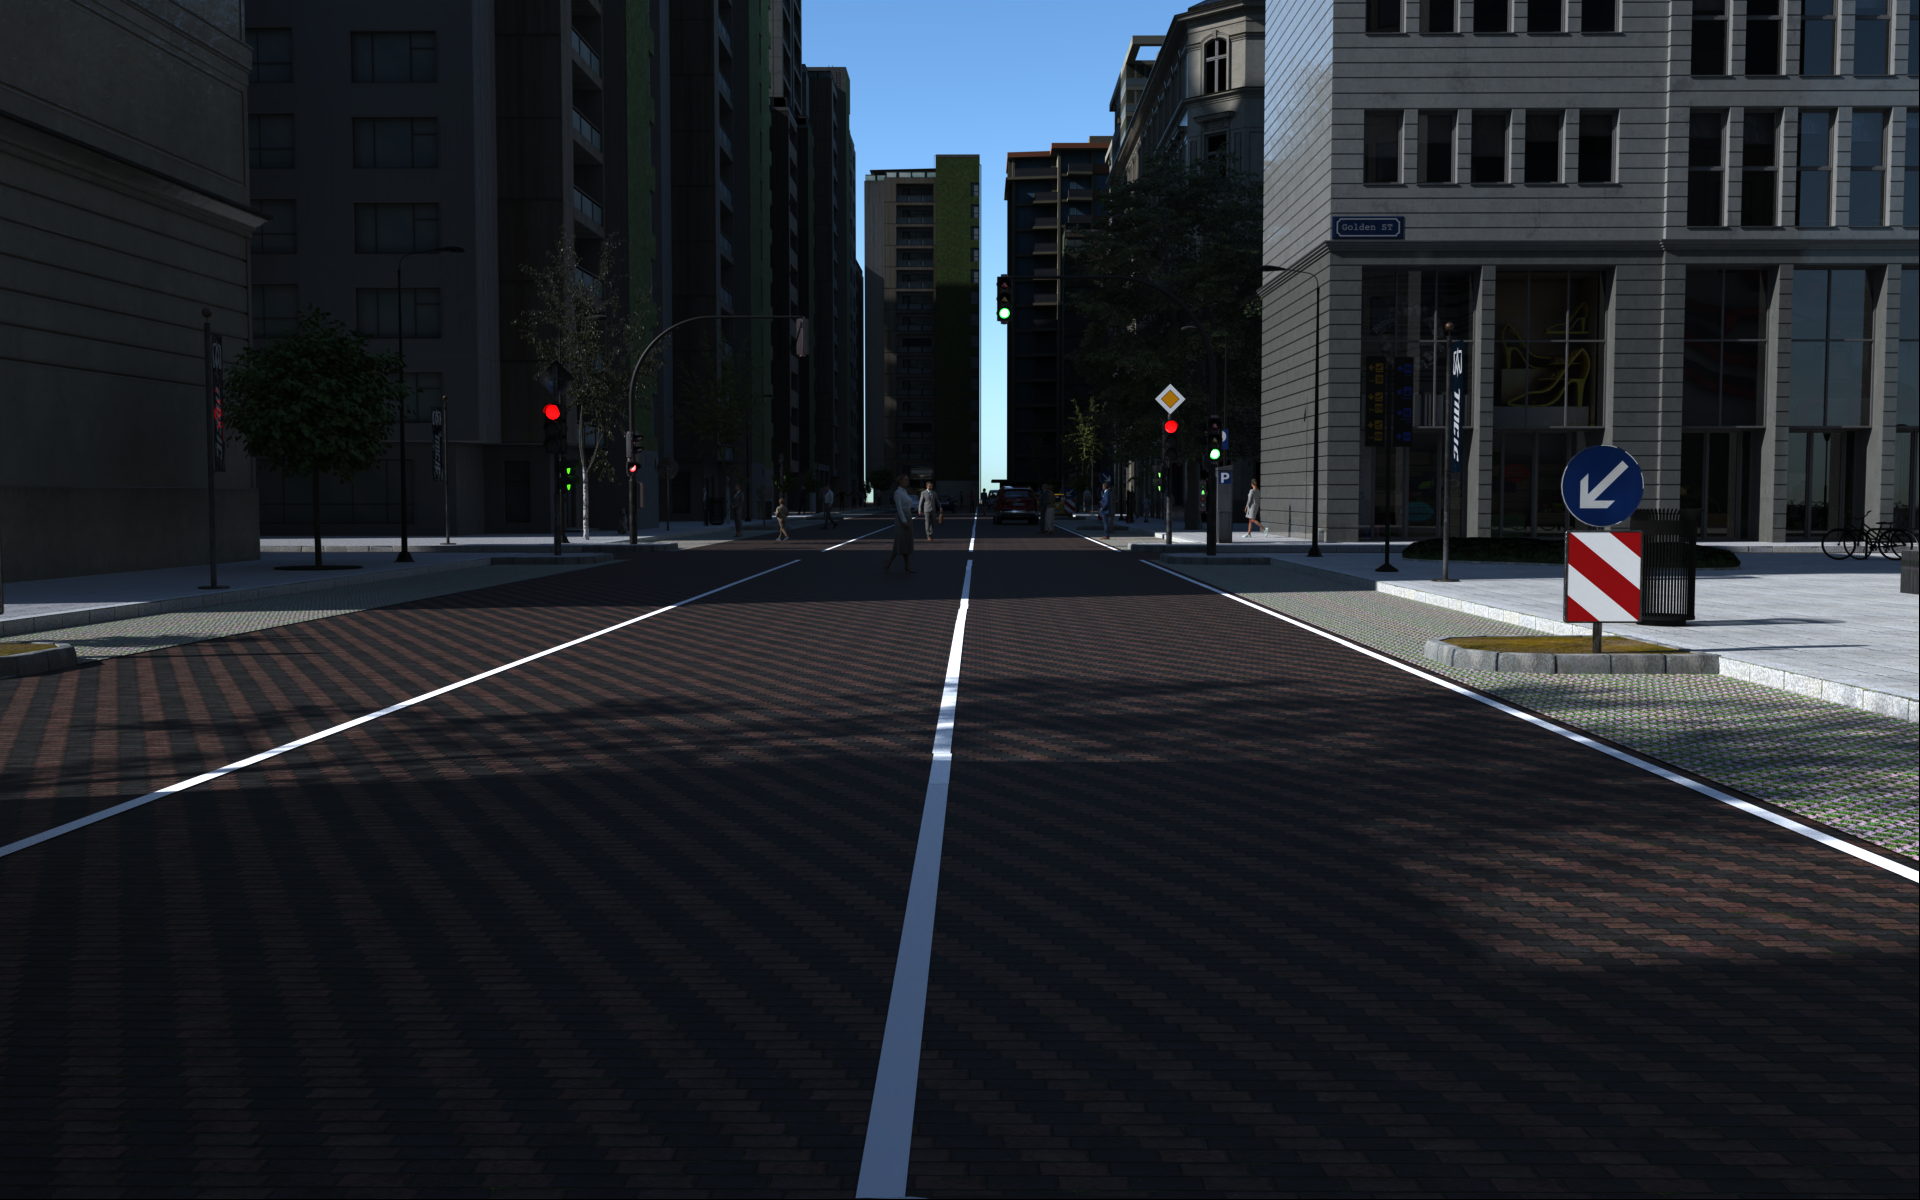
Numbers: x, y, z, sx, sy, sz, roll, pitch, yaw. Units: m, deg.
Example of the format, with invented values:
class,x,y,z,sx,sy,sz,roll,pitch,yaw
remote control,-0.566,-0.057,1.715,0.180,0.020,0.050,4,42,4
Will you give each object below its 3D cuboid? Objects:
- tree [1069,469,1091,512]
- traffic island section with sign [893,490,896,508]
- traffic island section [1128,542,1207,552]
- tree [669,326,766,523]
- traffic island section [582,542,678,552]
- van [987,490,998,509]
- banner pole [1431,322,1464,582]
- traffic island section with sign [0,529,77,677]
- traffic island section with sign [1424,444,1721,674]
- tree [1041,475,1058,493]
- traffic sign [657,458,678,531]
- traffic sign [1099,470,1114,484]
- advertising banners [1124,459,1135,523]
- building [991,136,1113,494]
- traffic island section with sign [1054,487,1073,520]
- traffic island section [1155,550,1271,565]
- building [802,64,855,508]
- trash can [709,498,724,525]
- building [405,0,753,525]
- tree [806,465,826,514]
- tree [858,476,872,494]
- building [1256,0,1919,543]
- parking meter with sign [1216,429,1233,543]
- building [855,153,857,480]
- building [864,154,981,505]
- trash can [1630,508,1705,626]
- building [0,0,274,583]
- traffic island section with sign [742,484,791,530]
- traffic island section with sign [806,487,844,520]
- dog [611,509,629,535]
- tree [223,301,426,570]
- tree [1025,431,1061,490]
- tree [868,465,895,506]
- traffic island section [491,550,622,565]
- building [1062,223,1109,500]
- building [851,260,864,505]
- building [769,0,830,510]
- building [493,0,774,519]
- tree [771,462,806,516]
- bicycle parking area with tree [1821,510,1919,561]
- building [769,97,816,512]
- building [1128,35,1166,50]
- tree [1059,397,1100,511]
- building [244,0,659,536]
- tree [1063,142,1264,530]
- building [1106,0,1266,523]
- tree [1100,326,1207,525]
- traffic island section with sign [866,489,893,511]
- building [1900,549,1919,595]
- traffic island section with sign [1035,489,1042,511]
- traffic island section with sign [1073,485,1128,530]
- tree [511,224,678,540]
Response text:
class,x,y,z,sx,sy,sz,roll,pitch,yaw
tree,8.833,-7.864,123.183,1.663,3.219,1.824,0,3,0
traffic island section with sign,-6.634,-10.091,173.609,1.989,1.847,2.006,0,4,1
traffic island section,5.358,-1.342,44.225,2.009,0.180,2.903,0,4,1
tree,-10.236,-7.629,75.093,4.737,8.622,4.395,0,3,0
traffic island section,-8.382,-1.352,44.380,2.009,0.180,2.903,0,4,1
van,3.540,-10.094,172.045,2.013,2.044,4.112,0,4,1
banner pole,7.141,-2.146,25.107,0.401,3.779,0.863,0,4,-2
traffic island section with sign,-8.388,-0.328,13.996,1.989,1.847,2.006,0,4,1
traffic island section with sign,5.044,-0.368,14.642,1.989,1.847,2.006,0,4,1
tree,9.208,-11.031,174.960,1.663,3.219,1.824,0,3,0
traffic sign,-10.195,-3.687,60.384,0.768,2.556,0.104,0,4,5
traffic sign,7.852,-5.679,92.951,0.768,2.556,0.104,0,4,4
advertising banners,7.388,-4.875,75.896,0.090,3.025,2.074,1,4,18
building,18.353,-34.253,214.654,28.867,44.769,22.147,0,4,1
traffic island section with sign,5.938,-5.350,96.102,1.989,1.847,2.006,0,4,1
traffic island section,5.270,-0.854,36.240,2.009,0.180,2.903,0,4,1
building,-17.681,-29.208,161.143,14.154,41.232,14.086,0,4,1
trash can,-10.045,-3.655,71.417,0.748,1.137,0.748,0,3,0
building,-17.482,-24.507,84.278,14.154,41.232,14.086,0,4,1
tree,-9.841,-7.322,114.314,1.663,3.219,1.824,0,3,0
tree,-9.646,-11.360,180.339,1.663,3.219,1.824,0,3,0
building,24.533,-16.692,50.400,29.804,29.767,11.434,0,4,1
parking meter with sign,6.944,-3.033,45.855,0.543,3.016,1.738,0,4,1
building,-18.341,-30.749,186.333,14.086,41.232,14.154,0,4,1
building,-4.468,-32.284,211.432,14.086,41.232,14.154,0,4,1
trash can,6.883,-0.325,16.970,0.748,1.137,0.748,0,3,0
building,-27.958,-11.786,25.989,30.059,22.955,16.112,0,4,1
traffic island section with sign,-7.786,-3.693,69.005,1.989,1.847,2.006,0,4,1
traffic island section with sign,-7.485,-5.350,96.095,1.989,1.847,2.006,0,4,1
dog,-10.835,-2.492,55.126,0.513,0.831,0.800,3,4,38
tree,-10.954,-2.812,29.686,4.285,4.588,4.351,0,3,0
tree,9.118,-15.048,196.402,4.360,8.622,3.978,0,3,0
tree,-8.875,-12.888,194.439,4.285,4.588,4.351,0,3,0
traffic island section,-8.470,-0.863,36.396,2.009,0.180,2.903,0,4,1
building,17.880,-25.328,185.819,14.160,30.474,14.107,0,4,1
building,-19.071,-26.927,211.956,14.107,30.474,14.160,0,4,1
building,-21.502,-43.101,142.954,20.563,71.187,20.611,0,4,1
building,-19.424,-25.877,106.690,14.154,41.232,14.086,0,4,1
tree,-10.539,-6.639,103.142,1.663,3.219,1.824,0,3,0
bicycle parking area with tree,21.066,-2.678,30.790,9.016,4.147,8.231,0,4,6
building,-18.252,-21.698,126.456,14.160,30.474,14.107,0,4,1
building,25.414,-27.546,142.266,32.217,40.220,23.993,0,4,1
tree,9.198,-10.851,127.776,4.737,8.622,4.395,0,3,0
building,-18.559,-22.897,57.958,14.154,41.232,14.086,0,4,1
tree,8.309,-9.494,61.881,9.857,13.997,8.962,0,3,0
building,18.222,-19.579,96.533,17.030,29.872,44.131,0,4,1
tree,8.581,-7.446,72.106,4.737,8.622,4.395,0,3,0
traffic island section with sign,-6.923,-8.437,146.573,1.989,1.847,2.006,0,4,1
building,21.745,-28.603,9.665,21.231,58.520,28.212,0,4,1
traffic island section with sign,6.483,-8.403,146.021,1.989,1.847,2.006,0,4,1
traffic island section with sign,5.628,-3.682,68.822,1.989,1.847,2.006,0,4,1
tree,-10.210,-5.982,48.171,4.360,8.622,3.978,0,3,0
